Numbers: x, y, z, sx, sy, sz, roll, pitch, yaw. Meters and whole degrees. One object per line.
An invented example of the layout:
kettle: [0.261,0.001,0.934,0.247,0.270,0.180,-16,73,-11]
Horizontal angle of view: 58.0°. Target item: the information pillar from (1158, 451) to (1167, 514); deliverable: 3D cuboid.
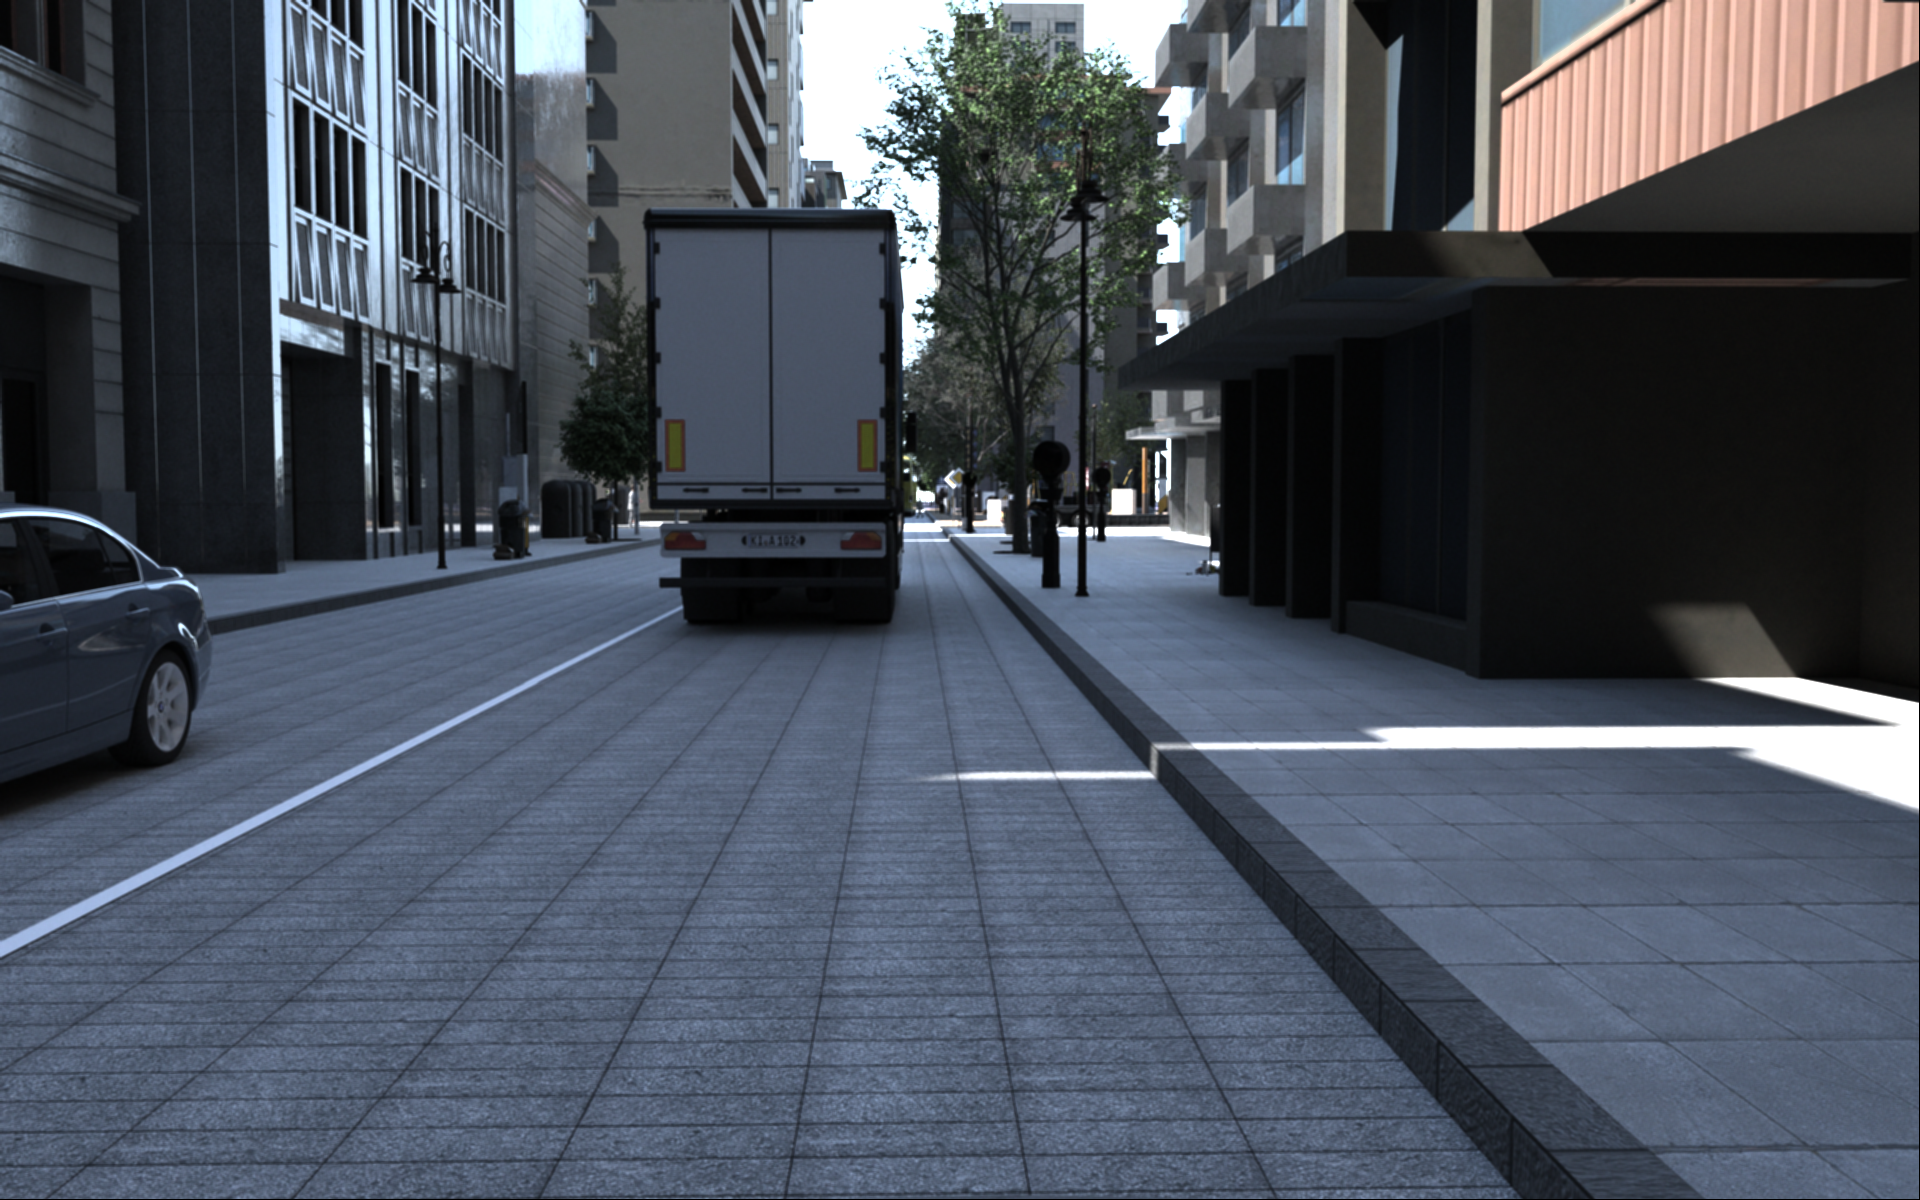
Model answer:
information pillar: [10.932,-6.247,93.494,0.504,3.616,0.183,-1,4,-14]

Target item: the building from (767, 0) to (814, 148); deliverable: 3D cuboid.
building: [-28.386,-34.923,160.224,28.713,52.752,27.495,0,4,-2]

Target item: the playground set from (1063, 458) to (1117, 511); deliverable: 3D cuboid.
playground set: [10.850,-8.983,133.648,5.637,4.214,5.302,0,4,2]

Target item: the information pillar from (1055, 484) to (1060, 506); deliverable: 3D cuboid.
information pillar: [5.226,-5.466,93.864,0.304,2.012,0.304,-1,4,-19]

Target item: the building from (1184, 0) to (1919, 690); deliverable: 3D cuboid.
building: [13.284,-21.642,8.466,22.147,44.769,28.867,0,4,-2]

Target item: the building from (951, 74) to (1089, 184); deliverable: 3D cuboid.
building: [10.305,-32.438,184.980,22.147,44.769,28.867,0,4,-2]

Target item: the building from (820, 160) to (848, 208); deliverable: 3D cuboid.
building: [-32.434,-41.965,275.373,28.713,52.752,27.495,0,4,-2]

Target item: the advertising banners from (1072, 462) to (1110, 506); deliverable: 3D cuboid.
advertising banners: [7.107,-5.985,94.042,2.074,3.025,0.090,0,4,1]

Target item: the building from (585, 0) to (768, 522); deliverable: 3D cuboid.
building: [-21.396,-28.446,88.793,21.300,48.544,21.600,0,4,-2]

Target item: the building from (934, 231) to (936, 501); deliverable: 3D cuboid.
building: [6.378,-41.090,295.525,21.300,48.544,21.600,0,4,-2]

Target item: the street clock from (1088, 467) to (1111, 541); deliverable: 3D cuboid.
street clock: [3.831,-2.590,46.919,0.471,2.002,0.358,-1,4,-16]

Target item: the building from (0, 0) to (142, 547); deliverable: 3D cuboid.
building: [-18.691,-13.910,14.826,14.401,28.519,23.554,0,4,-2]

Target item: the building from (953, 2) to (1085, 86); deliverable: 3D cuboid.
building: [7.242,-50.140,258.044,20.563,71.187,20.611,0,4,-2]

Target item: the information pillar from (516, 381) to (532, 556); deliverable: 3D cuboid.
information pillar: [-9.105,-2.733,36.036,0.183,3.616,0.504,-2,4,-31]

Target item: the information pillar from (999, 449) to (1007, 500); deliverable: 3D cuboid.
information pillar: [2.242,-6.018,89.751,0.504,3.616,0.183,0,4,-3]

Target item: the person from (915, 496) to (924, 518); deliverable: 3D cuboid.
person: [-2.409,-5.514,102.927,0.640,1.303,0.475,2,4,29]

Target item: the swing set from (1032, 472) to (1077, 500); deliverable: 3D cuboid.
swing set: [6.894,-7.740,124.173,3.119,2.851,2.862,-1,4,-14]

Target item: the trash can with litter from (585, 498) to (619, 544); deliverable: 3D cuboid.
trash can with litter: [-9.348,-2.061,45.080,0.624,1.170,1.055,1,4,10]

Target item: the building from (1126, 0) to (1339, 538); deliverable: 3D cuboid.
building: [17.411,-26.083,46.064,23.786,49.044,30.456,0,4,-2]

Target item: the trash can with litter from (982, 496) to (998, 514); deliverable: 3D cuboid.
trash can with litter: [1.755,-6.062,110.500,0.624,1.170,1.055,-3,4,-36]

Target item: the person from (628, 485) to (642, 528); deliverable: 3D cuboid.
person: [-12.602,-3.582,67.265,0.583,1.804,0.606,-1,4,-12]

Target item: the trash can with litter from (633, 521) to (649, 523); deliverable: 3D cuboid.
trash can with litter: [-15.120,-4.042,77.150,2.233,1.210,1.678,2,4,28]

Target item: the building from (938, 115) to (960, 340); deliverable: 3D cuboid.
building: [8.217,-35.859,210.001,21.300,48.544,21.600,0,4,-2]

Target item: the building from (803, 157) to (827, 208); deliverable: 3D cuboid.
building: [-30.237,-38.326,246.231,23.786,49.044,30.456,0,4,-2]

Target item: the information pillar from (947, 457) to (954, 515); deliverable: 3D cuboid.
information pillar: [-0.565,-7.051,106.637,0.504,3.616,0.183,-3,5,-43]

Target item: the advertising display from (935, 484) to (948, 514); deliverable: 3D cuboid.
advertising display: [-1.162,-6.665,114.181,0.974,1.923,0.123,-1,4,-20]

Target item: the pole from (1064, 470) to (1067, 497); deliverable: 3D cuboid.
pole: [8.307,-8.730,136.580,0.158,3.312,0.155,0,3,0]

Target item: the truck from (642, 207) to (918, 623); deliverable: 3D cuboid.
truck: [-1.981,-2.060,22.600,2.839,4.237,11.283,0,4,-1]

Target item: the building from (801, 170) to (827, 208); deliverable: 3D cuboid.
building: [-23.677,-32.374,212.910,14.154,41.232,14.086,0,4,-2]

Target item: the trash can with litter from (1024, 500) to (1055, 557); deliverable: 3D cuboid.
trash can with litter: [1.639,-1.476,35.520,0.624,1.170,1.055,0,4,4]

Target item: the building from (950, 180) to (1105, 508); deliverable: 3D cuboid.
building: [6.066,-23.979,163.763,14.160,30.474,14.107,0,4,-2]

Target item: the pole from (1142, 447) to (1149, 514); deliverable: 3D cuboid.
pole: [8.083,-5.012,75.785,0.158,3.312,0.155,0,3,0]

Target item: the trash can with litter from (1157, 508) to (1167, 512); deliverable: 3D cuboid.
trash can with litter: [14.761,-6.936,124.786,1.055,1.170,0.624,-3,5,-39]

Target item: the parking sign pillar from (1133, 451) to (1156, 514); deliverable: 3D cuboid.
parking sign pillar: [11.160,-7.136,105.139,1.447,3.967,1.447,0,4,1]

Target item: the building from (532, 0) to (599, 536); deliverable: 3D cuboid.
building: [-24.978,-15.751,54.796,25.104,27.353,12.463,0,4,-2]

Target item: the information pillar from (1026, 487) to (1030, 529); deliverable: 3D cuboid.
information pillar: [2.276,-3.454,60.973,0.304,2.012,0.304,1,4,16]

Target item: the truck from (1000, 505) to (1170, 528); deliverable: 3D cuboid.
truck: [11.024,-4.754,67.490,18.799,4.110,2.967,0,4,-2]

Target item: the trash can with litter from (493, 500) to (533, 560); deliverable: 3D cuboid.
trash can with litter: [-8.834,-1.392,34.139,0.624,1.170,1.055,0,4,0]

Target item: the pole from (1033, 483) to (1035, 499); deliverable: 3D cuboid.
pole: [6.199,-9.220,144.592,0.158,3.312,0.155,0,3,0]

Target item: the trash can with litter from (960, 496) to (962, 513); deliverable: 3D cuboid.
trash can with litter: [0.242,-6.401,116.044,0.624,1.170,1.055,0,4,3]

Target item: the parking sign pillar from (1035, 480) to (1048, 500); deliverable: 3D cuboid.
parking sign pillar: [6.541,-9.015,135.863,1.447,3.967,1.447,-1,4,-14]

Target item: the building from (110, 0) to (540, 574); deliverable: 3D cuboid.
building: [-17.257,-13.381,36.799,12.078,24.808,19.932,0,4,-2]

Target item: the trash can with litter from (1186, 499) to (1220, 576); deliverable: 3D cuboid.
trash can with litter: [4.707,-1.034,27.957,2.233,1.210,1.678,0,4,1]

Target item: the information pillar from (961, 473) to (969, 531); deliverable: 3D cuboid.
information pillar: [0.245,-3.445,60.810,0.304,2.012,0.304,-1,4,-23]

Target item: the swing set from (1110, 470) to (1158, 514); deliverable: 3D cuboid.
swing set: [11.160,-6.871,109.959,2.862,2.851,3.119,0,4,-5]
